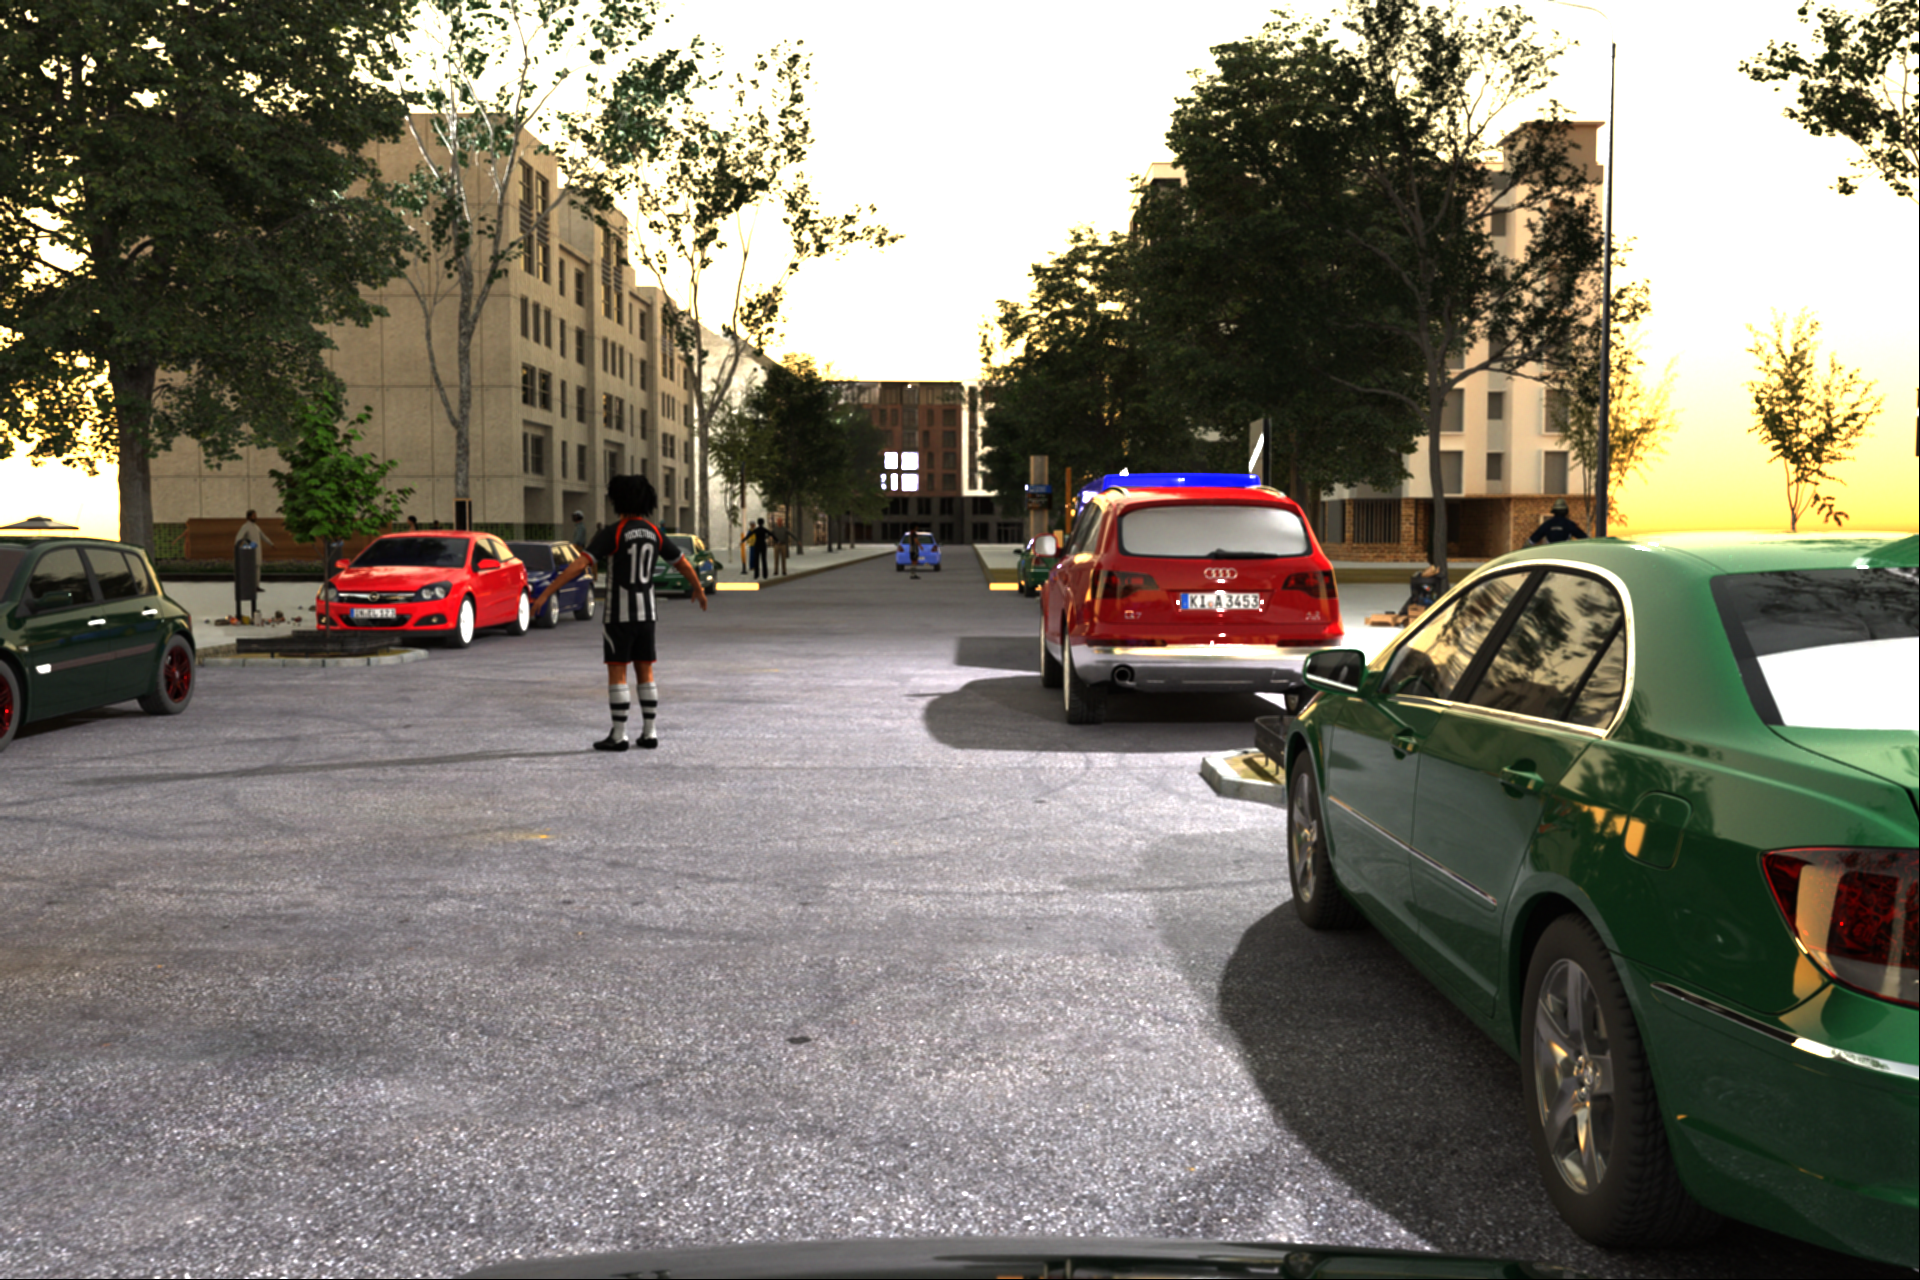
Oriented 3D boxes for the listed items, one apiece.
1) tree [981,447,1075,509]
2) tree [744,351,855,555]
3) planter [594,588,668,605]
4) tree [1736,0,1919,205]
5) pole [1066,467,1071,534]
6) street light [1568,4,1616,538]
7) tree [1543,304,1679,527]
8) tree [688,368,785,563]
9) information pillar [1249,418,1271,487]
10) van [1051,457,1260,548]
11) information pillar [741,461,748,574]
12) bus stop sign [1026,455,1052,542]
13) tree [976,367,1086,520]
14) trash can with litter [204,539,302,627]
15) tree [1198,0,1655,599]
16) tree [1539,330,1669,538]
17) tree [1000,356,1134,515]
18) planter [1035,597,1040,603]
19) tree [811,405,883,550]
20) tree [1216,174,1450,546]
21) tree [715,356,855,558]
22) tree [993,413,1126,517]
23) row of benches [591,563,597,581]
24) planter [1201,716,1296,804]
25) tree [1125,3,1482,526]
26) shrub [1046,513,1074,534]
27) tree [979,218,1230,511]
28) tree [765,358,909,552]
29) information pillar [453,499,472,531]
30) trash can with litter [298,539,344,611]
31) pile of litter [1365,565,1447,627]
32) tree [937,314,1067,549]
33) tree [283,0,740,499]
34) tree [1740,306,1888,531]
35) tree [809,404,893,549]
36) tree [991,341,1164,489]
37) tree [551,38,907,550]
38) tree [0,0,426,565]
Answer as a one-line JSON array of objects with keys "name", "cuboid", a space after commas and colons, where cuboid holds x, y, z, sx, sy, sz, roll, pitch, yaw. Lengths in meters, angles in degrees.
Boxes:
[{"name": "tree", "cuboid": [6.134, -12.225, 134.286, 8.767, 10.594, 7.601, -1, 4, -16]}, {"name": "tree", "cuboid": [-10.443, -11.620, 108.115, 7.486, 12.596, 7.792, 0, 3, 0]}, {"name": "planter", "cuboid": [-7.137, -0.905, 35.942, 1.991, 0.319, 1.994, 0, 4, 1]}, {"name": "tree", "cuboid": [25.875, -11.598, 45.520, 12.611, 20.169, 13.585, 0, 3, 0]}, {"name": "pole", "cuboid": [3.319, -3.623, 53.081, 0.158, 3.312, 0.155, 0, 3, 0]}, {"name": "street light", "cuboid": [6.111, -2.593, 14.934, 1.470, 5.913, 1.316, 0, 4, 0]}, {"name": "tree", "cuboid": [20.626, -6.471, 56.158, 4.360, 8.622, 3.978, 0, 3, 0]}, {"name": "tree", "cuboid": [-9.987, -7.743, 76.965, 4.737, 8.622, 4.395, 0, 3, 0]}, {"name": "information pillar", "cuboid": [6.200, -2.725, 35.876, 0.184, 3.620, 1.656, 0, 4, 0]}, {"name": "van", "cuboid": [2.251, -0.956, 20.009, 2.240, 2.365, 5.245, 0, 3, 0]}, {"name": "information pillar", "cuboid": [-6.926, -3.916, 55.381, 0.183, 3.616, 0.504, 0, 4, 1]}, {"name": "bus stop sign", "cuboid": [2.652, -4.233, 58.227, 0.837, 3.901, 0.837, 0, 4, -1]}, {"name": "tree", "cuboid": [5.325, -13.226, 122.900, 9.857, 13.997, 8.962, 0, 3, 0]}, {"name": "trash can with litter", "cuboid": [-10.042, -0.853, 25.009, 1.678, 1.210, 2.233, 0, 4, 1]}, {"name": "tree", "cuboid": [7.711, -5.755, 28.506, 7.601, 10.594, 8.767, 2, 4, 25]}, {"name": "tree", "cuboid": [22.775, -6.891, 63.032, 4.360, 8.622, 3.978, 0, 3, 0]}, {"name": "tree", "cuboid": [6.021, -10.464, 96.848, 9.928, 11.665, 9.643, 0, 3, 0]}, {"name": "planter", "cuboid": [2.592, -0.947, 36.617, 1.991, 0.319, 1.994, 0, 4, 1]}, {"name": "tree", "cuboid": [-9.836, -13.141, 140.604, 9.928, 11.665, 9.643, 0, 3, 0]}, {"name": "tree", "cuboid": [11.266, -8.247, 52.958, 7.486, 12.596, 7.792, 0, 3, 0]}, {"name": "tree", "cuboid": [-9.366, -9.614, 91.594, 8.767, 10.594, 7.601, 1, 4, 21]}, {"name": "tree", "cuboid": [6.147, -10.573, 107.281, 8.767, 10.594, 7.601, 0, 4, 4]}, {"name": "row of benches", "cuboid": [-11.436, -1.858, 45.841, 1.422, 0.672, 4.104, 3, 5, 39]}, {"name": "planter", "cuboid": [2.434, 0.681, 9.999, 1.991, 0.319, 1.994, 0, 4, 1]}, {"name": "tree", "cuboid": [8.454, -8.305, 42.435, 9.857, 13.997, 8.962, 0, 3, 0]}, {"name": "shrub", "cuboid": [3.527, -3.172, 56.283, 1.690, 2.028, 1.600, 0, 3, 0]}, {"name": "tree", "cuboid": [5.946, -9.897, 68.465, 9.857, 13.997, 8.962, 0, 3, 0]}, {"name": "tree", "cuboid": [-9.175, -12.878, 120.924, 12.009, 13.543, 11.850, 0, 3, 0]}, {"name": "information pillar", "cuboid": [-10.437, -1.952, 36.411, 0.304, 2.012, 0.304, 0, 4, 1]}, {"name": "trash can with litter", "cuboid": [-10.462, -1.137, 29.646, 1.678, 1.210, 2.233, 0, 4, 1]}, {"name": "pile of litter", "cuboid": [6.256, -0.614, 24.001, 1.176, 0.858, 1.719, 0, 3, 0]}, {"name": "tree", "cuboid": [4.408, -18.016, 150.446, 12.611, 20.169, 13.585, 0, 3, 0]}, {"name": "tree", "cuboid": [-12.171, -11.590, 45.383, 12.611, 20.169, 13.585, 0, 3, 0]}, {"name": "tree", "cuboid": [27.002, -6.437, 55.604, 4.737, 8.622, 4.395, 0, 3, 0]}, {"name": "tree", "cuboid": [-9.848, -14.266, 151.380, 7.486, 12.596, 7.792, 0, 3, 0]}, {"name": "tree", "cuboid": [5.598, -8.859, 79.256, 8.767, 10.594, 7.601, 0, 4, -2]}, {"name": "tree", "cuboid": [-8.484, -12.822, 65.524, 12.611, 20.169, 13.585, 0, 3, 0]}, {"name": "tree", "cuboid": [-13.201, -7.367, 27.104, 9.857, 13.997, 8.962, 0, 3, 0]}]
